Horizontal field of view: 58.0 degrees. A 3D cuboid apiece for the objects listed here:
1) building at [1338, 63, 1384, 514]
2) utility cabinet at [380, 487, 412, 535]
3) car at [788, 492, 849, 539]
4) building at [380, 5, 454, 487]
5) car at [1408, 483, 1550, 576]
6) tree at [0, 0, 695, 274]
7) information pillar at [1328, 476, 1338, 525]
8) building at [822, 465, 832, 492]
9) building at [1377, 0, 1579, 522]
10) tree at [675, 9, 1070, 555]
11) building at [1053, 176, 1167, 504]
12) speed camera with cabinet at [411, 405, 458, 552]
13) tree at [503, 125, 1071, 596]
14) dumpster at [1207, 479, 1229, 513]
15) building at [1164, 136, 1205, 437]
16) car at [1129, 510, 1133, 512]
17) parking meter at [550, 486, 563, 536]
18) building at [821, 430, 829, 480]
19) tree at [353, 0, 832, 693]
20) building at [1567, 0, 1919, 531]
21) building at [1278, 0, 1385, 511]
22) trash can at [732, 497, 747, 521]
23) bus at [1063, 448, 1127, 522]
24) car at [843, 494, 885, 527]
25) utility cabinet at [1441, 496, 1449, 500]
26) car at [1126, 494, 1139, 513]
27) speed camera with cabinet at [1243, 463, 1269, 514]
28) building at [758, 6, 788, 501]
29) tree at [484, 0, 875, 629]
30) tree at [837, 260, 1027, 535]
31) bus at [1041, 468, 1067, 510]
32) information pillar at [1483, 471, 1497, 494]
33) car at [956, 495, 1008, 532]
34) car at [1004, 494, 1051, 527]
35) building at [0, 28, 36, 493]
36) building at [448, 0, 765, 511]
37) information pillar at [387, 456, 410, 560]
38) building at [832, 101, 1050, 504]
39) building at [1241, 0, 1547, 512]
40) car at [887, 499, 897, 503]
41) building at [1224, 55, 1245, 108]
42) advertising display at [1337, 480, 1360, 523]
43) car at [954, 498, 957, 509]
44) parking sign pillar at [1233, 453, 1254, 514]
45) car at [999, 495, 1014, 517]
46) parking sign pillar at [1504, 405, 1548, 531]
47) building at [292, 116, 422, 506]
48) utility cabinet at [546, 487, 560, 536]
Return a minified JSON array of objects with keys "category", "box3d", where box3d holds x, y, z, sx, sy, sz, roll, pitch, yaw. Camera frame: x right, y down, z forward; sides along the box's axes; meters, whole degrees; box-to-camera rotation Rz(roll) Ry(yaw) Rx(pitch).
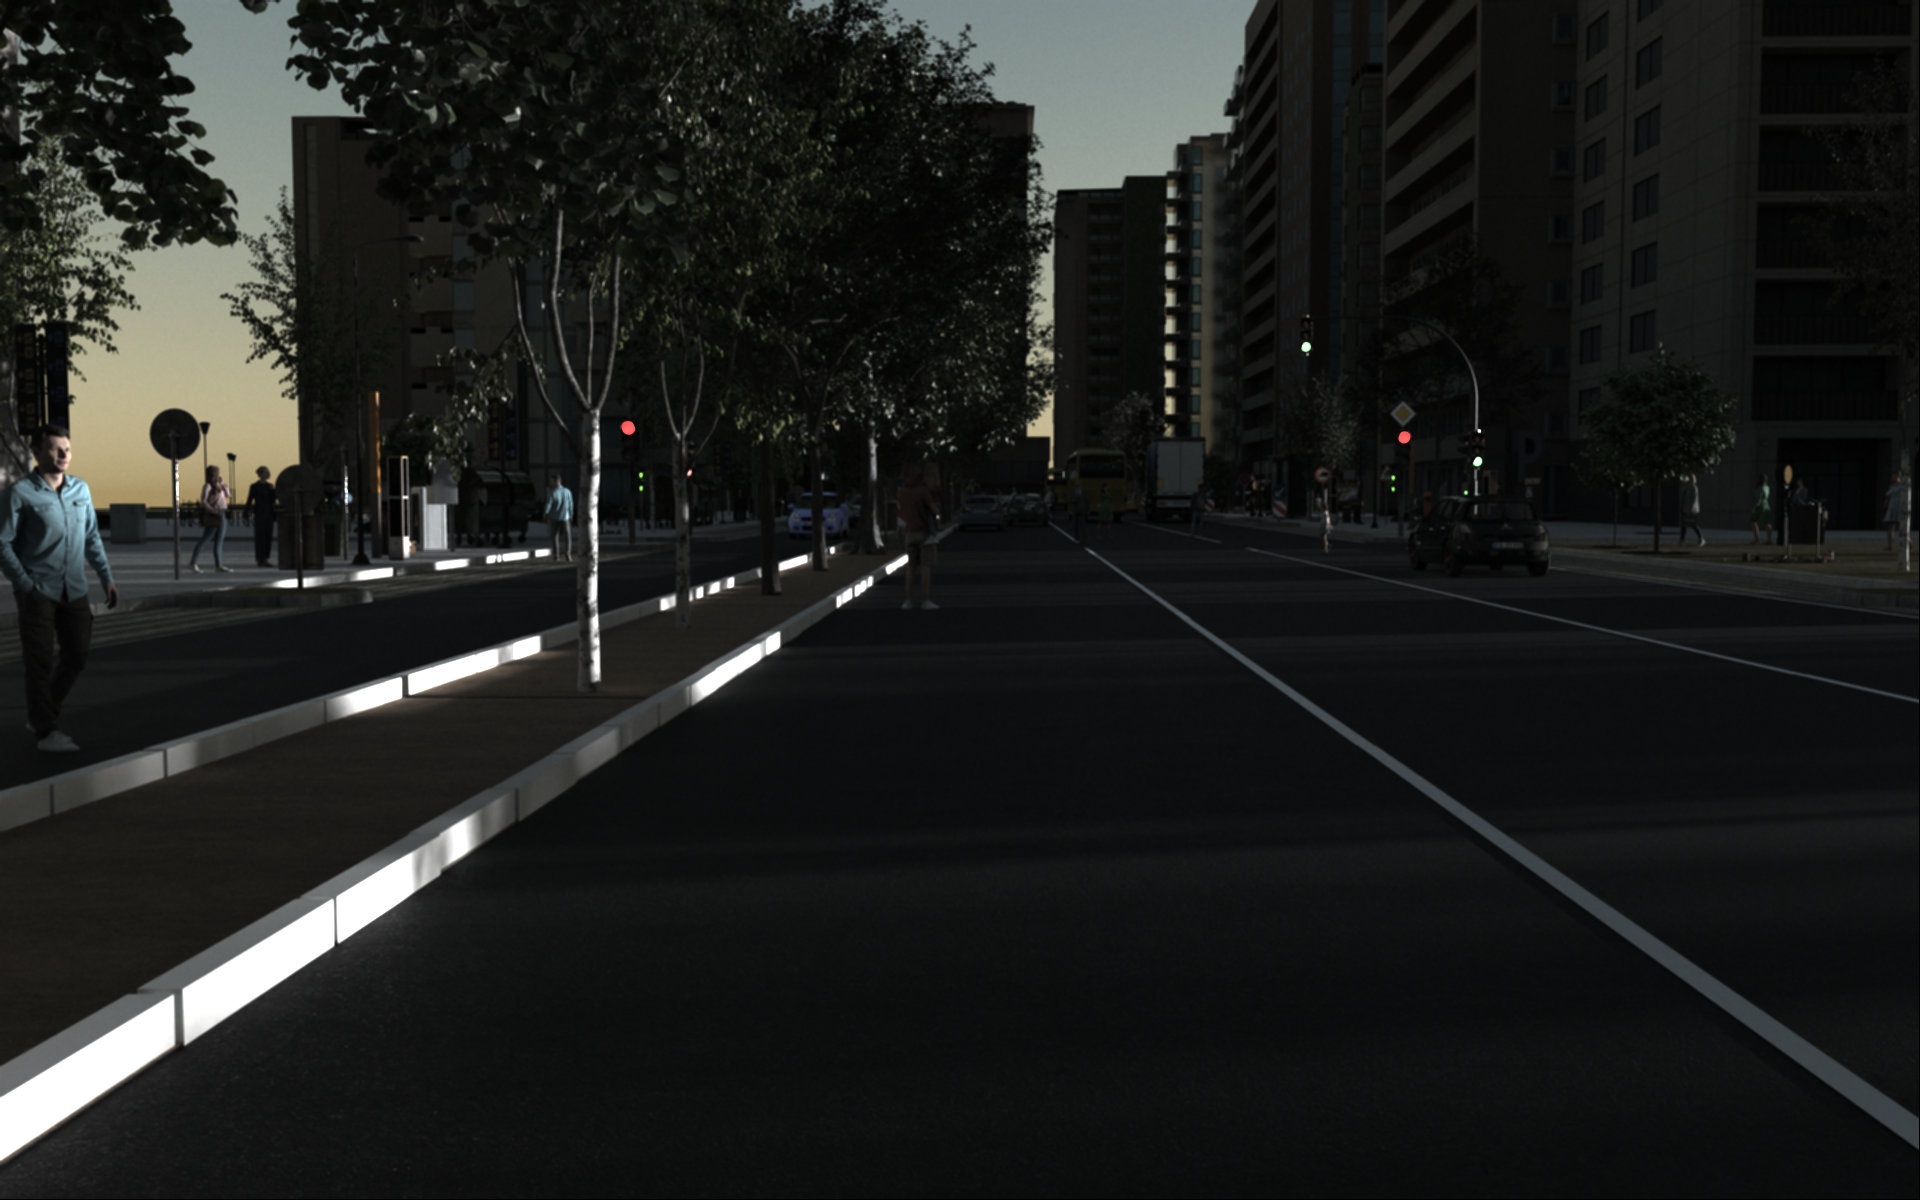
[{"category":"building","box3d":[33.319,-21.282,119.657,14.160,30.474,14.107,0,4,2]},{"category":"utility cabinet","box3d":[-17.143,-2.708,52.956,1.173,1.500,0.318,-1,4,-19]},{"category":"car","box3d":[-4.581,-2.860,56.352,1.945,1.707,3.694,0,4,1]},{"category":"building","box3d":[-42.720,-36.259,182.076,27.495,52.752,28.713,0,4,2]},{"category":"car","box3d":[9.395,-1.331,31.551,2.009,1.686,4.222,0,4,2]},{"category":"tree","box3d":[-3.036,-5.819,4.255,9.857,13.997,8.962,0,3,0]},{"category":"information pillar","box3d":[15.444,-4.114,71.754,0.304,2.012,0.304,0,4,-5]},{"category":"building","box3d":[-29.360,-39.402,233.468,27.495,52.752,28.713,0,4,2]},{"category":"building","box3d":[34.839,-28.486,89.449,21.300,48.544,21.600,0,4,2]},{"category":"tree","box3d":[-2.163,-7.416,40.721,9.611,12.733,9.660,0,3,0]},{"category":"building","box3d":[19.275,-33.125,225.189,14.086,41.232,14.154,0,4,2]},{"category":"speed camera with cabinet","box3d":[-11.920,-2.745,39.217,0.660,3.252,2.038,-2,4,-31]},{"category":"tree","box3d":[-2.630,-5.355,24.416,8.767,10.594,7.601,0,4,2]},{"category":"dumpster","box3d":[17.274,-6.968,116.420,1.502,2.255,1.985,0,4,2]},{"category":"building","box3d":[42.107,-37.287,229.243,30.456,49.044,23.786,0,4,2]},{"category":"car","box3d":[13.418,-8.199,142.856,1.959,1.807,4.718,0,4,2]},{"category":"parking meter","box3d":[-12.474,-2.757,53.494,0.372,1.533,0.369,0,3,0]},{"category":"building","box3d":[-21.663,-25.541,189.290,14.107,30.474,14.160,0,4,2]},{"category":"tree","box3d":[-2.683,-3.648,12.466,4.360,8.622,3.978,0,3,0]},{"category":"building","box3d":[38.067,-38.506,67.824,20.611,71.187,20.563,0,4,2]},{"category":"building","box3d":[32.865,-29.607,134.191,14.600,45.320,14.200,0,4,2]},{"category":"trash can","box3d":[-10.355,-4.267,81.412,0.748,1.137,0.748,0,3,0]},{"category":"bus","box3d":[7.114,-6.121,91.620,2.896,3.916,12.252,0,4,1]},{"category":"car","box3d":[-4.044,-3.866,75.009,2.131,1.459,4.920,0,4,2]},{"category":"utility cabinet","box3d":[16.042,-2.809,57.095,0.306,1.237,1.020,1,4,19]},{"category":"car","box3d":[12.952,-7.628,134.935,2.015,1.641,3.980,0,4,2]},{"category":"speed camera with cabinet","box3d":[18.875,-7.076,110.036,0.660,3.252,2.038,-2,4,-31]},{"category":"building","box3d":[-25.096,-44.623,167.834,20.563,71.187,20.611,0,4,2]},{"category":"tree","box3d":[-2.894,-3.976,17.828,4.737,8.622,4.395,0,3,0]},{"category":"tree","box3d":[-1.487,-7.818,56.033,9.928,11.665,9.643,0,3,0]},{"category":"bus","box3d":[9.056,-10.346,160.705,2.896,3.916,12.252,0,4,2]},{"category":"information pillar","box3d":[16.676,-3.060,54.519,0.304,2.012,0.304,-1,4,-23]},{"category":"car","box3d":[0.842,-3.397,67.545,2.014,1.417,4.499,0,4,2]},{"category":"car","box3d":[3.024,-4.025,77.609,2.131,1.459,4.920,0,4,2]},{"category":"building","box3d":[-31.138,-11.520,30.151,24.055,21.916,13.314,0,4,2]},{"category":"building","box3d":[-28.184,-32.018,143.101,23.786,49.044,30.456,0,4,2]},{"category":"information pillar","box3d":[-10.884,-1.778,33.555,0.304,2.012,0.304,0,4,4]},{"category":"building","box3d":[-1.831,-39.374,233.000,27.495,52.752,28.713,0,4,2]},{"category":"building","box3d":[37.055,-32.352,152.664,21.300,48.544,21.600,0,4,2]},{"category":"car","box3d":[-5.599,-8.168,143.772,2.015,1.641,3.980,0,4,2]},{"category":"building","box3d":[39.213,-34.211,178.962,23.786,49.044,30.456,0,4,2]},{"category":"advertising display","box3d":[17.249,-4.402,77.179,0.974,1.923,0.123,0,4,-4]},{"category":"car","box3d":[-1.330,-9.432,163.253,2.155,1.783,4.494,0,4,2]},{"category":"parking sign pillar","box3d":[18.669,-7.666,113.803,1.447,3.967,1.447,-3,4,-37]},{"category":"car","box3d":[2.860,-5.070,95.253,2.083,1.381,4.827,0,4,2]},{"category":"parking sign pillar","box3d":[17.227,-3.940,52.888,1.447,3.967,1.447,-2,4,-33]},{"category":"building","box3d":[-63.464,-31.004,190.509,14.086,41.232,14.154,0,4,2]},{"category":"utility cabinet","box3d":[-12.339,-2.680,52.496,0.318,1.500,1.173,-1,4,-18]}]
